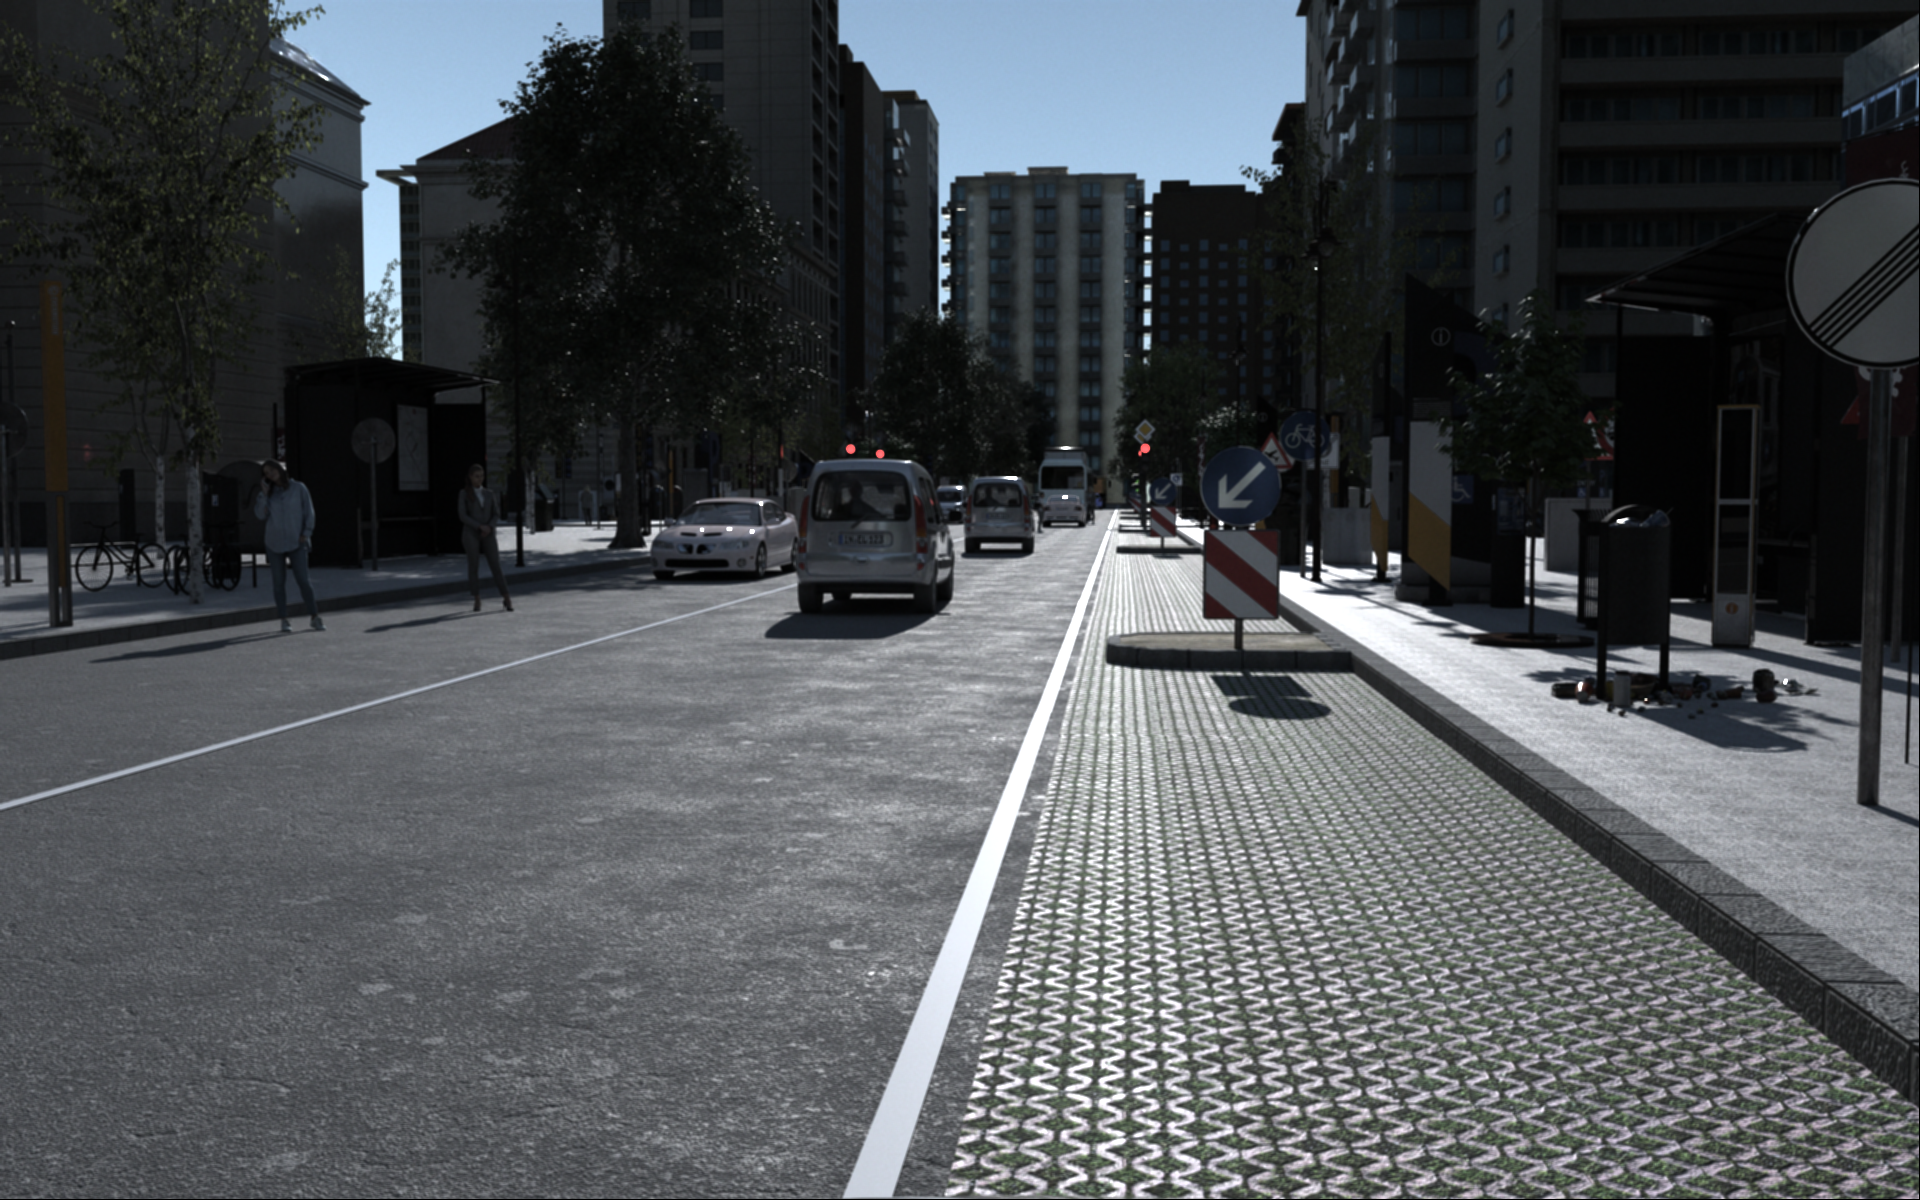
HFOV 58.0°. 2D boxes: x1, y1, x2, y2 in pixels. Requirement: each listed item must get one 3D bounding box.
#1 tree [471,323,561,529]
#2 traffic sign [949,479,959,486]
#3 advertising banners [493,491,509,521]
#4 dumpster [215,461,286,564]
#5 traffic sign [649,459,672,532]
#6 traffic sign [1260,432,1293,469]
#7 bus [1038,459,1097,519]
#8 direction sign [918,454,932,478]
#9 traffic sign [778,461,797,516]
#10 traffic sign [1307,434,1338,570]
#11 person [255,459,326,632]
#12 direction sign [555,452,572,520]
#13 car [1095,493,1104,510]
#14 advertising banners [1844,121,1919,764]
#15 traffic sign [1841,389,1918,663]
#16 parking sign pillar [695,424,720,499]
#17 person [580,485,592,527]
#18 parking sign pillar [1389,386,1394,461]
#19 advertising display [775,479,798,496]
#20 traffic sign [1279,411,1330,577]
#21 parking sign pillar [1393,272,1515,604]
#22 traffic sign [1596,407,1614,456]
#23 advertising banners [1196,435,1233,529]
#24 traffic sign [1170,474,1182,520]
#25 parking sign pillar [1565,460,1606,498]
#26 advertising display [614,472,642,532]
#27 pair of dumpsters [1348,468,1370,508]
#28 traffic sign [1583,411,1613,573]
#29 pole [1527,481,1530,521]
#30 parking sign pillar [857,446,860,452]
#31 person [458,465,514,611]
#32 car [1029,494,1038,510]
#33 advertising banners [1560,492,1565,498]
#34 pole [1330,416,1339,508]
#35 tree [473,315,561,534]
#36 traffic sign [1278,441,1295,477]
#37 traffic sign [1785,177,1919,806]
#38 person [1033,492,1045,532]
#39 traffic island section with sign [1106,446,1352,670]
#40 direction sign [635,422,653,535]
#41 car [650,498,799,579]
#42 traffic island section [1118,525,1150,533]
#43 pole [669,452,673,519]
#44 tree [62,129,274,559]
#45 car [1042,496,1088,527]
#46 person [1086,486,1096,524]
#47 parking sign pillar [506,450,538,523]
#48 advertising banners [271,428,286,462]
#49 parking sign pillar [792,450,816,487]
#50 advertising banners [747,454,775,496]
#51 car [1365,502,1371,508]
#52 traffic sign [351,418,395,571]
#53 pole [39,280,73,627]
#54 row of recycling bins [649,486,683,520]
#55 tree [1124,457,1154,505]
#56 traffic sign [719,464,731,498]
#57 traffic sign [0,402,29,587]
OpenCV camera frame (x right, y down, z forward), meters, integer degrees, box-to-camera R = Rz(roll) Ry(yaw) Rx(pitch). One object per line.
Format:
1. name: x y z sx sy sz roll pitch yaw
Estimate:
1. tree: -15.820 -6.958 64.131 4.360 8.622 3.978 0 3 0
2. traffic sign: -0.381 -6.619 110.346 0.606 2.300 0.079 1 4 10
3. advertising banners: -22.735 -5.353 83.706 2.074 3.025 0.090 -1 4 -10
4. dumpster: -12.323 -1.541 30.954 1.264 1.857 1.865 0 4 5
5. traffic sign: -9.845 -3.409 56.928 0.795 2.450 0.064 1 4 10
6. traffic sign: 6.512 -2.218 36.271 0.884 2.594 0.081 1 4 9
7. bus: 6.112 -6.309 98.011 2.948 3.499 13.247 0 4 6
8. direction sign: -1.962 -6.447 97.405 0.876 3.537 0.379 -2 4 -25
9. traffic sign: -6.560 -4.023 65.883 0.768 2.556 0.104 1 4 12
10. traffic sign: 6.035 -1.645 29.021 0.606 2.300 0.079 1 4 12
11. person: -6.996 -0.571 18.095 0.793 1.790 0.793 -3 5 -39
12. direction sign: -19.734 -5.764 86.233 0.876 3.537 0.379 1 4 16
13. car: 12.296 -9.195 159.921 1.945 1.707 3.694 0 4 5
14. advertising banners: 4.642 -0.702 7.658 0.090 3.025 2.074 -1 4 -14
15. traffic sign: 7.130 -0.803 13.125 0.884 2.594 0.081 1 4 12
16. parking sign pillar: -7.803 -3.978 53.506 1.447 3.967 1.447 0 4 8
17. person: -15.567 -3.872 71.988 0.537 1.800 0.526 -2 4 -29
18. parking sign pillar: 11.269 -3.362 43.446 1.447 3.967 1.447 -3 5 -40
19. advertising display: -7.465 -4.240 74.542 0.974 1.923 0.123 -1 4 -9
20. traffic sign: 5.281 -1.620 26.601 0.768 2.556 0.104 0 4 6
21. parking sign pillar: 5.999 -1.980 20.845 1.447 3.967 1.447 1 4 14
22. traffic sign: 9.463 -1.508 24.769 0.768 2.556 0.104 0 4 7
23. advertising banners: 7.543 -3.368 51.251 0.090 3.025 2.074 -2 4 -24
24. traffic sign: 10.749 -5.137 86.114 0.606 2.300 0.079 1 4 12
25. parking sign pillar: 22.010 -4.433 60.956 1.447 3.967 1.447 -3 5 -39
26. advertising display: -9.650 -2.764 50.401 0.974 1.923 0.123 2 4 32
27. pair of dumpsters: 12.768 -3.421 58.429 1.574 2.255 4.437 0 4 6
28. traffic sign: 9.873 -1.665 27.234 0.884 2.594 0.081 1 4 11
29. pole: 26.083 -5.246 79.621 0.158 3.312 0.155 0 3 0
30. parking sign pillar: -5.891 -6.482 94.458 1.447 3.967 1.447 2 4 29
31. person: -5.803 -0.759 21.176 0.573 1.790 0.520 3 4 37
32. car: 6.254 -7.867 140.422 2.131 1.459 4.920 0 4 4
33. advertising banners: 28.573 -5.226 81.634 2.074 3.025 0.090 3 5 39
34. pole: 9.806 -3.150 45.347 0.158 3.312 0.155 0 3 0
35. tree: -13.663 -6.421 55.353 4.737 8.622 4.395 0 3 0
36. traffic sign: 7.617 -2.524 41.379 0.768 2.556 0.104 1 4 9
37. traffic sign: 3.756 -0.427 7.088 0.768 2.556 0.104 1 4 13
38. person: 3.051 -3.338 65.678 0.503 1.515 0.523 3 5 40
39. traffic island section with sign: 2.273 -0.391 15.027 1.989 1.847 2.006 0 4 5
40. direction sign: -9.917 -3.818 54.420 0.876 3.537 0.379 3 5 43
41. car: -4.078 -1.122 30.703 2.083 1.381 4.827 0 4 6
42. traffic island section: 6.927 -2.599 64.772 2.009 0.180 2.903 0 4 5
43. pole: -12.711 -5.031 76.096 0.158 3.312 0.155 0 3 0
44. tree: -15.834 -5.132 34.267 4.737 8.622 4.395 0 3 0
45. car: 4.649 -3.962 77.145 2.083 1.381 4.827 0 4 5
46. person: 6.303 -4.574 83.467 0.537 1.800 0.526 3 5 43
47. parking sign pillar: -19.573 -5.444 77.477 1.447 3.967 1.447 0 4 -7
48. advertising banners: -18.649 -3.029 45.716 2.074 3.025 0.090 0 4 2
49. parking sign pillar: -9.308 -7.151 105.386 1.447 3.967 1.447 2 4 35
50. advertising banners: -8.491 -4.893 76.188 2.074 3.025 0.090 -3 4 -38
51. car: 16.489 -3.347 67.298 3.894 1.354 1.945 0 4 5
52. traffic sign: -9.800 -1.763 28.927 0.768 2.556 0.104 0 4 6
53. pole: -8.708 -1.397 16.681 0.158 3.312 0.155 0 3 0
54. row of recycling bins: -14.677 -4.848 86.380 3.534 1.692 1.069 -2 4 -26
55. tree: 23.085 -16.852 209.937 7.601 10.594 8.767 0 4 -3
56. traffic sign: -8.128 -3.498 59.328 0.606 2.300 0.079 1 4 13
57. traffic sign: -13.205 -1.458 23.945 0.768 2.556 0.104 1 4 13
